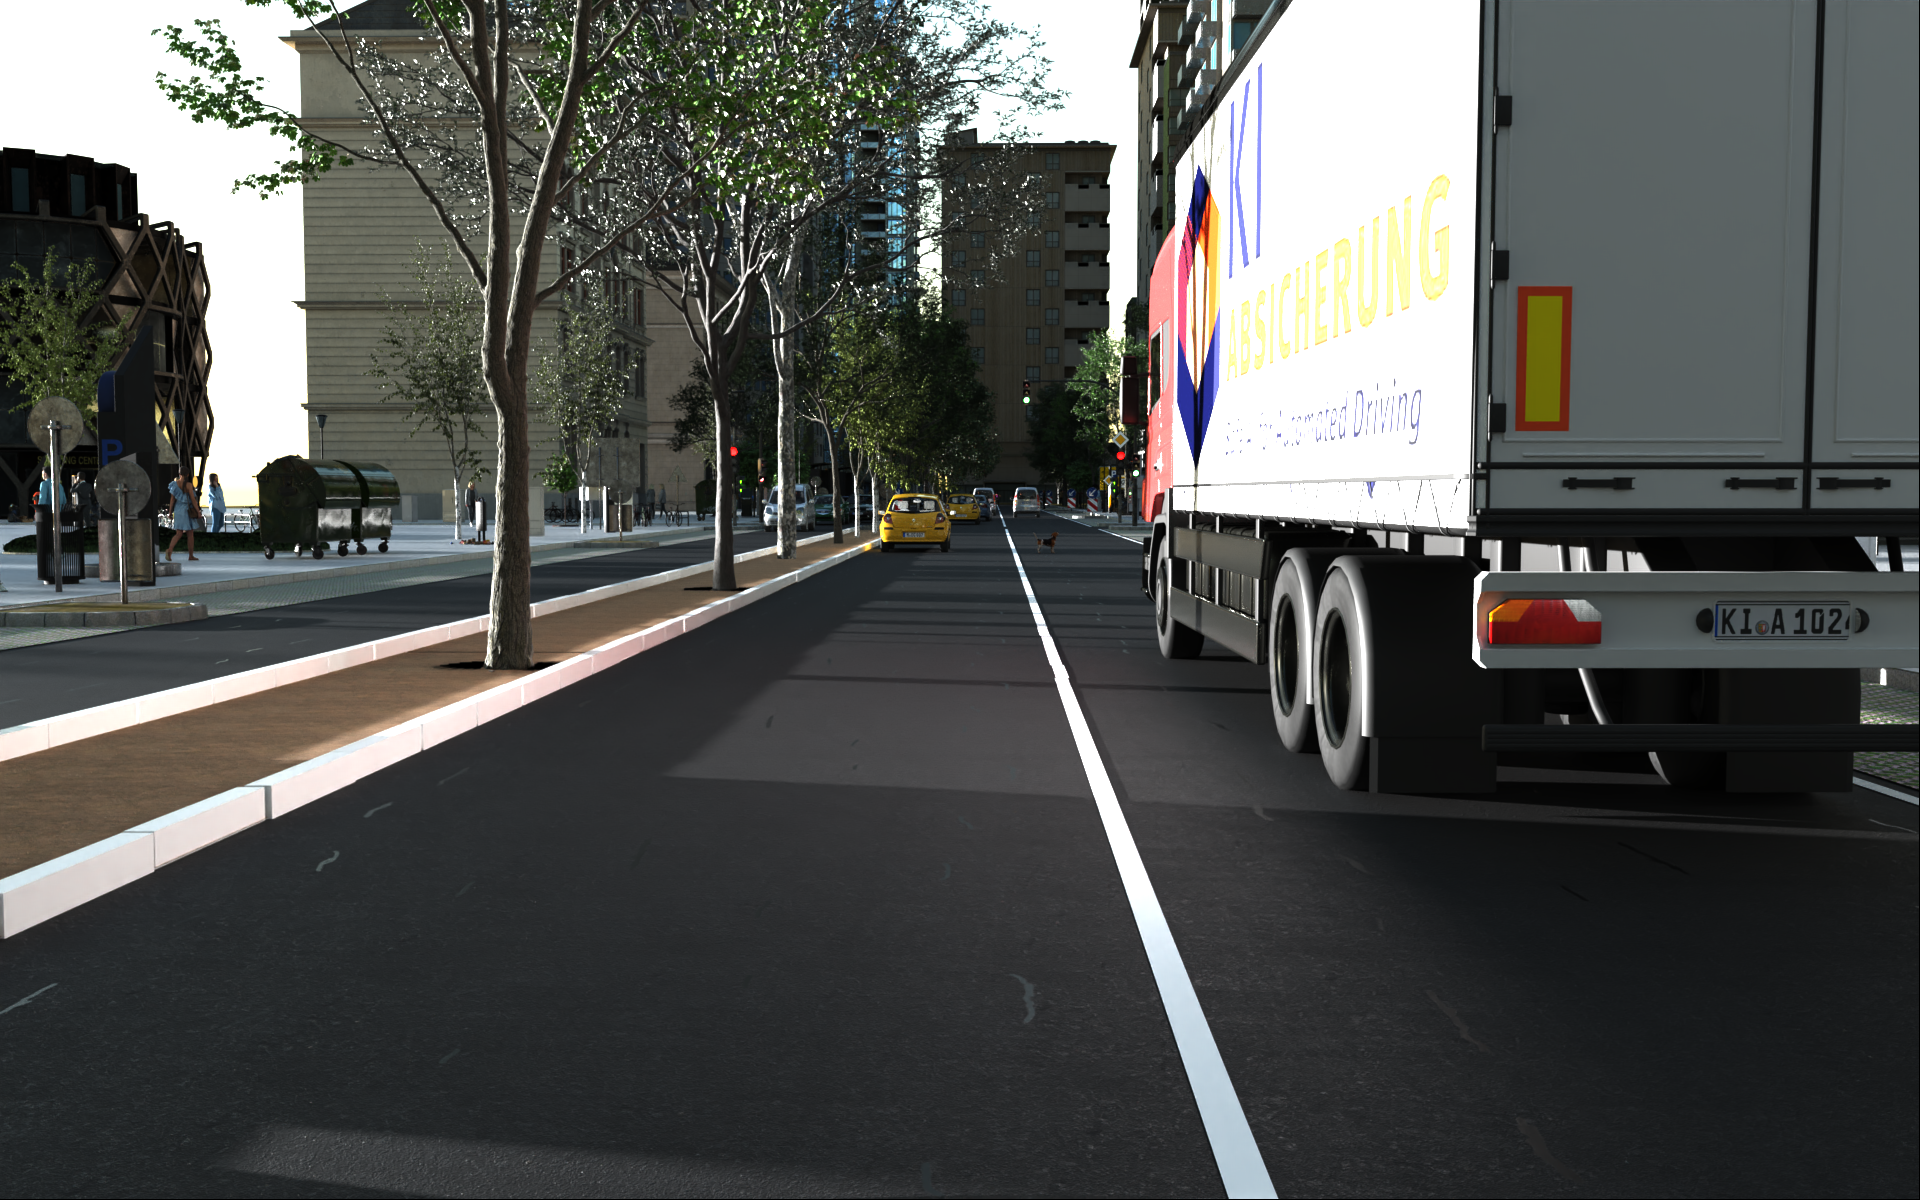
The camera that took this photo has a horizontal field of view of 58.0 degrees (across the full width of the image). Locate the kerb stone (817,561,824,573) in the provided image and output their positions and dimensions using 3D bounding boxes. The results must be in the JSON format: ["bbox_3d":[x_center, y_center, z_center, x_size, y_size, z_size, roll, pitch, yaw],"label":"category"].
[{"bbox_3d":[-2.638,-0.582,31.708,0.120,0.150,1.000,0,4,1],"label":"kerb stone"}]

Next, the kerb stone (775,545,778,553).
[{"bbox_3d":[-4.542,-1.208,41.950,0.120,0.150,1.000,0,4,1],"label":"kerb stone"}]

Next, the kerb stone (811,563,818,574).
[{"bbox_3d":[-2.664,-0.519,30.682,0.120,0.150,1.000,0,4,1],"label":"kerb stone"}]

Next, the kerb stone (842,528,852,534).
[{"bbox_3d":[-4.133,-2.521,63.470,0.120,0.150,1.000,0,4,1],"label":"kerb stone"}]

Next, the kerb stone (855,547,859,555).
[{"bbox_3d":[-2.487,-1.074,39.913,0.120,0.150,1.000,0,4,1],"label":"kerb stone"}]

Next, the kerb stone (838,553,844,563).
[{"bbox_3d":[-2.558,-0.830,35.808,0.120,0.150,1.000,0,4,1],"label":"kerb stone"}]

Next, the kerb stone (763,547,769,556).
[{"bbox_3d":[-4.590,-1.083,39.907,0.120,0.150,1.000,0,4,1],"label":"kerb stone"}]

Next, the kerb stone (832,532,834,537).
[{"bbox_3d":[-4.274,-2.083,56.303,0.120,0.150,1.000,0,4,1],"label":"kerb stone"}]

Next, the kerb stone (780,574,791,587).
[{"bbox_3d":[-2.746,-0.266,26.571,0.120,0.150,1.000,0,4,1],"label":"kerb stone"}]

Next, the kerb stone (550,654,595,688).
[{"bbox_3d":[-2.990,0.551,13.245,0.120,0.150,1.000,0,4,1],"label":"kerb stone"}]

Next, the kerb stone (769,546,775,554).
[{"bbox_3d":[-4.559,-1.146,40.928,0.120,0.150,1.000,0,4,1],"label":"kerb stone"}]

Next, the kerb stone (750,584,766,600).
[{"bbox_3d":[-2.798,-0.079,23.493,0.120,0.150,1.000,0,4,1],"label":"kerb stone"}]

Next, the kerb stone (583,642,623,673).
[{"bbox_3d":[-2.968,0.485,14.268,0.120,0.150,1.000,0,4,1],"label":"kerb stone"}]

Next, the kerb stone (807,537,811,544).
[{"bbox_3d":[-4.400,-1.647,49.127,0.120,0.150,1.000,0,4,1],"label":"kerb stone"}]

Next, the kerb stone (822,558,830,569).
[{"bbox_3d":[-2.621,-0.645,32.737,0.120,0.150,1.000,0,4,1],"label":"kerb stone"}]

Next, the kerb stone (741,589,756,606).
[{"bbox_3d":[-2.815,-0.010,22.472,0.120,0.150,1.000,0,4,1],"label":"kerb stone"}]

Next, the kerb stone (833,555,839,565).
[{"bbox_3d":[-2.583,-0.767,34.784,0.120,0.150,1.000,0,4,1],"label":"kerb stone"}]

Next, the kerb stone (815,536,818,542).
[{"bbox_3d":[-4.373,-1.771,51.184,0.120,0.150,1.000,0,4,1],"label":"kerb stone"}]

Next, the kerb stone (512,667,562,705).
[{"bbox_3d":[-3.009,0.614,12.223,0.120,0.150,1.000,0,4,1],"label":"kerb stone"}]

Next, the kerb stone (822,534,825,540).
[{"bbox_3d":[-4.328,-1.897,53.236,0.120,0.150,1.000,0,4,1],"label":"kerb stone"}]

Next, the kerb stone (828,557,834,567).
[{"bbox_3d":[-2.603,-0.706,33.759,0.120,0.150,1.000,0,4,1],"label":"kerb stone"}]

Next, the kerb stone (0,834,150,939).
[{"bbox_3d":[-3.127,0.988,6.072,0.120,0.150,1.000,0,4,1],"label":"kerb stone"}]

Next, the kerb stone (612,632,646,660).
[{"bbox_3d":[-2.959,0.422,15.294,0.120,0.150,1.000,0,4,1],"label":"kerb stone"}]

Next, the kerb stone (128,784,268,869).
[{"bbox_3d":[-3.120,0.926,7.101,0.120,0.150,1.000,0,4,1],"label":"kerb stone"}]

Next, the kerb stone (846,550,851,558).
[{"bbox_3d":[-2.530,-0.954,37.859,0.120,0.150,1.000,0,4,1],"label":"kerb stone"}]

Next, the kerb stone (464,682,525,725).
[{"bbox_3d":[-3.027,0.673,11.194,0.120,0.150,1.000,0,4,1],"label":"kerb stone"}]

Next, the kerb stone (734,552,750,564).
[{"bbox_3d":[-4.641,-0.896,36.837,0.120,0.150,1.000,0,4,1],"label":"kerb stone"}]

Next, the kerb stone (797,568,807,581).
[{"bbox_3d":[-2.690,-0.392,28.614,0.120,0.150,1.000,0,4,1],"label":"kerb stone"}]

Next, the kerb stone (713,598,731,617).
[{"bbox_3d":[-2.861,0.108,20.423,0.120,0.150,1.000,0,4,1],"label":"kerb stone"}]

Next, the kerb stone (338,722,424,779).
[{"bbox_3d":[-3.073,0.801,9.151,0.120,0.150,1.000,0,4,1],"label":"kerb stone"}]

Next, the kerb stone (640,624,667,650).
[{"bbox_3d":[-2.936,0.366,16.316,0.120,0.150,1.000,0,4,1],"label":"kerb stone"}]

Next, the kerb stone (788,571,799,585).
[{"bbox_3d":[-2.726,-0.330,27.592,0.120,0.150,1.000,0,4,1],"label":"kerb stone"}]

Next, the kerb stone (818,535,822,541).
[{"bbox_3d":[-4.352,-1.836,52.214,0.120,0.150,1.000,0,4,1],"label":"kerb stone"}]

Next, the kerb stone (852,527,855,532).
[{"bbox_3d":[-4.121,-2.587,64.496,0.120,0.150,1.000,0,4,1],"label":"kerb stone"}]

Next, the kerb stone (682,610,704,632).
[{"bbox_3d":[-2.887,0.238,18.366,0.120,0.150,1.000,0,4,1],"label":"kerb stone"}]

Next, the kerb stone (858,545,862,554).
[{"bbox_3d":[-2.466,-1.146,40.934,0.120,0.150,1.000,0,4,1],"label":"kerb stone"}]

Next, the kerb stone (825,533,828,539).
[{"bbox_3d":[-4.308,-1.951,54.258,0.120,0.150,1.000,0,4,1],"label":"kerb stone"}]

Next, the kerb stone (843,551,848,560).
[{"bbox_3d":[-2.542,-0.889,36.831,0.120,0.150,1.000,0,4,1],"label":"kerb stone"}]

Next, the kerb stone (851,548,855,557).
[{"bbox_3d":[-2.506,-1.021,38.891,0.120,0.150,1.000,0,4,1],"label":"kerb stone"}]

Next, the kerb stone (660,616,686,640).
[{"bbox_3d":[-2.915,0.299,17.337,0.120,0.150,1.000,0,4,1],"label":"kerb stone"}]

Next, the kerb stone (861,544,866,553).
[{"bbox_3d":[-2.445,-1.201,41.963,0.120,0.150,1.000,0,4,1],"label":"kerb stone"}]

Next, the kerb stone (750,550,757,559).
[{"bbox_3d":[-4.624,-0.957,37.859,0.120,0.150,1.000,0,4,1],"label":"kerb stone"}]

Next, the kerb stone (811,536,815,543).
[{"bbox_3d":[-4.389,-1.710,50.158,0.120,0.150,1.000,0,4,1],"label":"kerb stone"}]

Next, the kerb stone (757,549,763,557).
[{"bbox_3d":[-4.602,-1.021,38.883,0.120,0.150,1.000,0,4,1],"label":"kerb stone"}]

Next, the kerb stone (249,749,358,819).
[{"bbox_3d":[-3.080,0.861,8.124,0.120,0.150,1.000,0,4,1],"label":"kerb stone"}]

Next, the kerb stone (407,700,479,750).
[{"bbox_3d":[-3.048,0.735,10.172,0.120,0.150,1.000,0,4,1],"label":"kerb stone"}]

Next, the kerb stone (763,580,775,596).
[{"bbox_3d":[-2.777,-0.142,24.523,0.120,0.150,1.000,0,4,1],"label":"kerb stone"}]

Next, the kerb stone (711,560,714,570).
[{"bbox_3d":[-4.720,-0.645,32.741,0.120,0.150,1.000,0,4,1],"label":"kerb stone"}]

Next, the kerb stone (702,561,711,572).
[{"bbox_3d":[-4.743,-0.580,31.719,0.120,0.150,1.000,0,4,1],"label":"kerb stone"}]

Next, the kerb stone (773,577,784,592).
[{"bbox_3d":[-2.760,-0.205,25.545,0.120,0.150,1.000,0,4,1],"label":"kerb stone"}]

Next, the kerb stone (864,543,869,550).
[{"bbox_3d":[-2.429,-1.271,42.985,0.120,0.150,1.000,0,4,1],"label":"kerb stone"}]

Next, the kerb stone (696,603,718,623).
[{"bbox_3d":[-2.875,0.171,19.392,0.120,0.150,1.000,0,4,1],"label":"kerb stone"}]

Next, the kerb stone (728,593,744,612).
[{"bbox_3d":[-2.836,0.052,21.446,0.120,0.150,1.000,0,4,1],"label":"kerb stone"}]

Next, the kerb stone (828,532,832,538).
[{"bbox_3d":[-4.287,-2.020,55.280,0.120,0.150,1.000,0,4,1],"label":"kerb stone"}]

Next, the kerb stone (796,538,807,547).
[{"bbox_3d":[-4.431,-1.581,48.104,0.120,0.150,1.000,0,4,1],"label":"kerb stone"}]

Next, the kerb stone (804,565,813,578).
[{"bbox_3d":[-2.674,-0.456,29.655,0.120,0.150,1.000,0,4,1],"label":"kerb stone"}]
